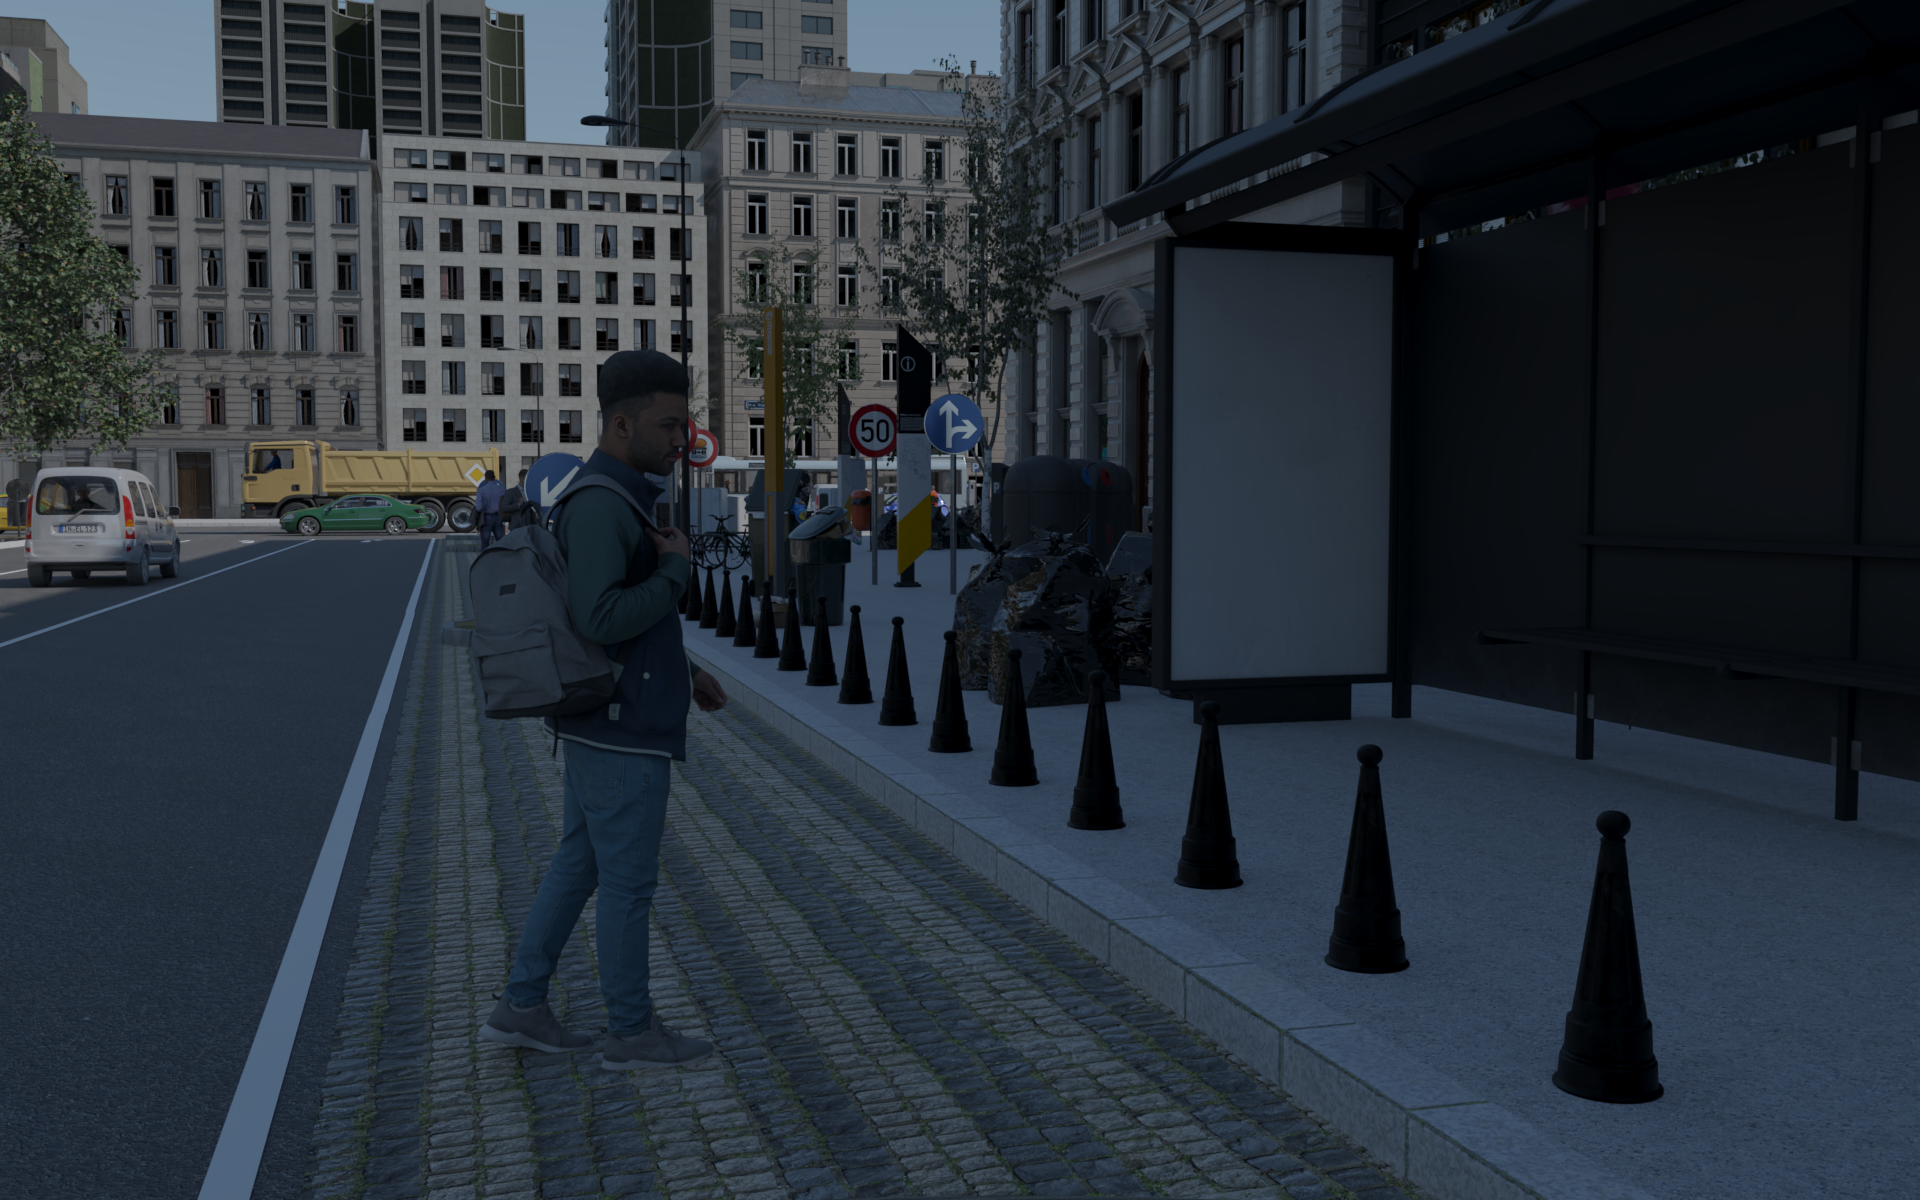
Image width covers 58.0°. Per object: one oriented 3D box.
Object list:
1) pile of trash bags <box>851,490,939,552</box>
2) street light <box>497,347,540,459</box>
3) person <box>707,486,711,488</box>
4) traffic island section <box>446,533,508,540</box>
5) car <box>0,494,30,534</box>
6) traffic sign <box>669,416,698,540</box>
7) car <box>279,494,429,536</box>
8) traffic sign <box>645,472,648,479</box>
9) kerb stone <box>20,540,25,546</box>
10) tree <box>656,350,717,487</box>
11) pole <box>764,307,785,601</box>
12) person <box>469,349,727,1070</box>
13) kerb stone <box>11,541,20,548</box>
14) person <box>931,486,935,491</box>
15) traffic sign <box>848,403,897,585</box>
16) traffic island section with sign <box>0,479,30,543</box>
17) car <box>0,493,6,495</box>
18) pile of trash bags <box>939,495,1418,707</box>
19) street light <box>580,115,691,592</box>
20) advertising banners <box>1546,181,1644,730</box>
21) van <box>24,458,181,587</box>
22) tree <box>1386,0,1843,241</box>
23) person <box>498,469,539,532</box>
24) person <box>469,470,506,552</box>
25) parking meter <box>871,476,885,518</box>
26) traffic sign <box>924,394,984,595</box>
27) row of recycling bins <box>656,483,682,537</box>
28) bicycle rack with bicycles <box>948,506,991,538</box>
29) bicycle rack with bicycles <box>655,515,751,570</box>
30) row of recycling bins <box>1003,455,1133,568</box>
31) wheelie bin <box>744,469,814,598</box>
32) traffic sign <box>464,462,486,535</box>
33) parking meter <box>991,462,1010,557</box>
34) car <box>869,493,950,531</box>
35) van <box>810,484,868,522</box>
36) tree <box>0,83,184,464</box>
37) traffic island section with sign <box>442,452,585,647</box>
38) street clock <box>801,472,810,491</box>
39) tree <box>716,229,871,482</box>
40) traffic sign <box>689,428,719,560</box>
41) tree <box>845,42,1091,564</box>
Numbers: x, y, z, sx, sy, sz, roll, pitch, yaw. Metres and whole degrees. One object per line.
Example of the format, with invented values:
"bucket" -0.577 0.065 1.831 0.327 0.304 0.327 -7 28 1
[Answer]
"pile of trash bags" -1.295 -1.843 39.882 1.912 1.369 3.447 3 4 39
"street light" -13.915 -5.039 54.925 1.470 5.913 1.316 -1 4 -16
"person" -10.695 -3.977 73.800 0.678 1.792 0.850 -1 4 -9
"traffic island section" -15.224 -1.988 54.783 2.009 0.180 2.903 -1 4 -16
"car" -33.185 -3.175 62.134 3.980 1.641 2.015 -1 4 -16
"traffic sign" -4.294 -1.575 25.853 0.768 2.556 0.104 -1 4 -14
"car" -21.030 -2.959 60.178 4.920 1.459 2.131 -1 4 -16
"traffic sign" -7.334 -2.473 40.538 0.768 2.556 0.104 0 4 -7
"kerb stone" -25.810 -1.547 47.537 0.120 0.150 1.000 -1 4 -16
"tree" -14.259 -8.324 86.467 4.360 8.622 3.978 0 3 0
"pole" -2.047 -1.542 19.058 0.158 3.312 0.155 0 3 0
"person" -0.851 0.279 4.279 0.721 1.781 0.623 -2 4 -26
"kerb stone" -25.515 -1.489 46.548 0.120 0.150 1.000 -1 4 -16
"person" -1.328 -4.353 79.641 0.580 1.828 0.573 3 5 45
"traffic sign" -1.206 -1.489 24.443 0.768 2.556 0.104 -1 4 -16
"traffic island section with sign" -28.020 -2.638 51.265 2.006 1.907 1.989 -1 4 -16
"car" -36.861 -3.621 68.006 4.718 1.807 1.959 -1 4 -18
"pile of trash bags" 1.647 -0.097 11.334 3.447 1.369 1.912 0 4 -3
"street light" -3.971 -2.998 21.552 1.470 5.913 1.316 -1 4 -16
"advertising banners" 4.118 -0.791 9.126 2.074 3.025 0.090 2 4 25
"van" -13.909 -1.299 28.245 2.013 2.044 4.112 -1 4 -15
"tree" 6.018 -3.978 15.411 4.360 8.622 3.978 0 3 0
"person" -7.010 -1.169 27.580 0.822 1.834 0.622 2 4 24
"person" -7.926 -1.273 29.174 0.709 1.838 0.599 -3 4 -36
"parking meter" -2.721 -3.166 57.475 0.399 1.863 0.255 -3 5 -40
"traffic sign" -0.084 -1.343 22.062 0.768 2.556 0.104 -1 4 -8
"row of recycling bins" -9.972 -2.734 51.806 3.534 1.692 1.069 1 4 13
"bicycle rack with bicycles" 0.144 -2.253 50.216 2.852 0.926 2.925 -2 4 -29
"bicycle rack with bicycles" -4.192 -1.003 29.782 2.925 0.926 2.852 2 4 29
"row of recycling bins" 1.235 -0.772 19.736 1.069 1.692 3.534 1 4 17
"wheelie bin" -2.258 -0.835 21.567 0.980 1.594 0.693 2 4 25
"traffic sign" -15.244 -3.123 54.700 0.795 2.450 0.064 -1 4 -16
"parking meter" 0.777 -1.601 31.885 0.255 1.863 0.399 -3 4 -38
"car" -2.209 -3.463 66.212 3.694 1.707 1.945 -1 4 -15
"van" -4.339 -4.075 73.632 4.112 2.044 2.013 -1 4 -16
"tree" -26.499 -7.778 46.642 9.611 12.733 9.660 0 3 0
"traffic island section with sign" -4.084 -0.516 17.068 1.989 1.847 2.006 -1 4 -16
"street clock" -5.218 -3.247 57.656 0.471 2.002 0.358 0 4 -8
"tree" -4.803 -6.052 49.305 4.737 8.622 4.395 0 3 0
"traffic sign" -5.075 -2.056 33.728 0.768 2.556 0.104 0 4 -8
"tree" 0.346 -4.794 28.751 4.360 8.622 3.978 0 3 0
